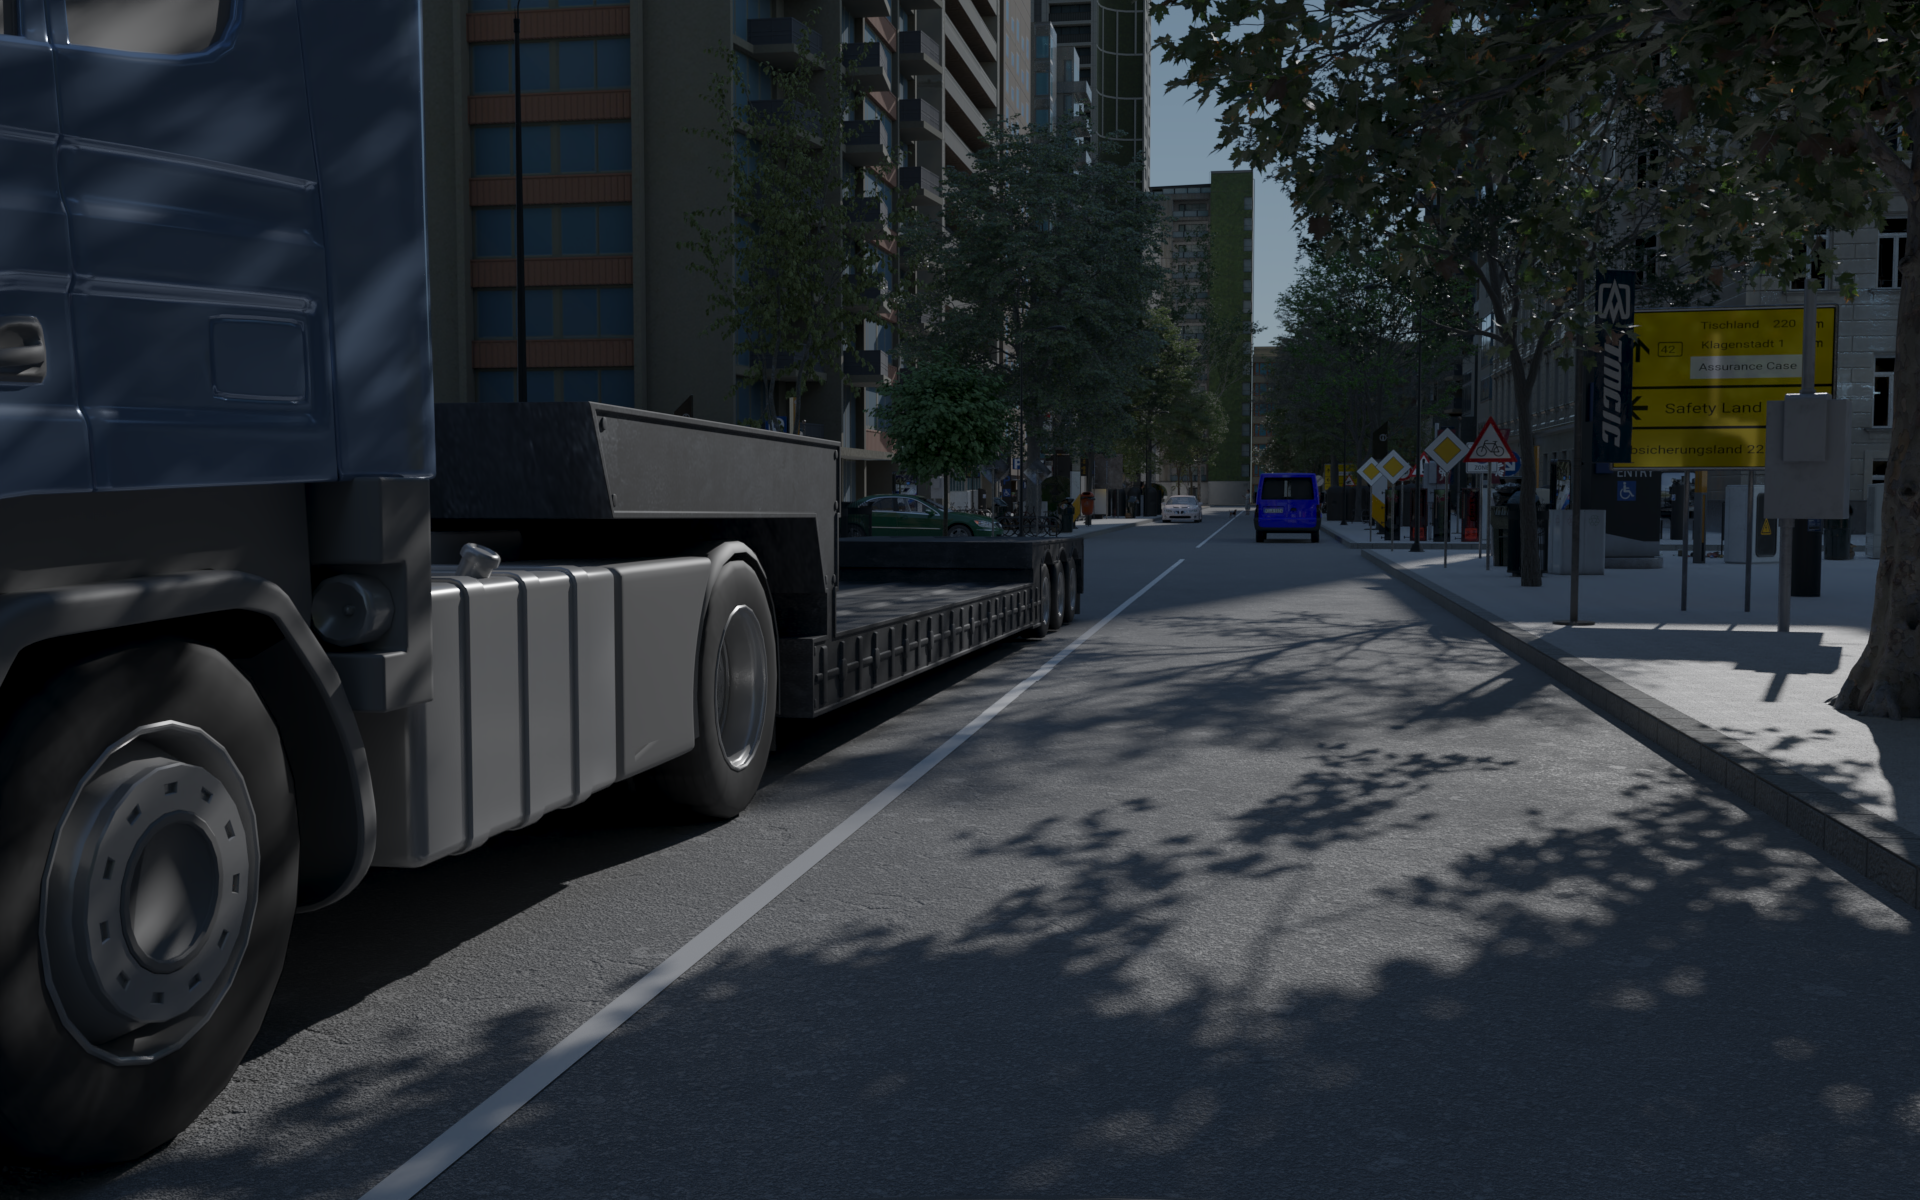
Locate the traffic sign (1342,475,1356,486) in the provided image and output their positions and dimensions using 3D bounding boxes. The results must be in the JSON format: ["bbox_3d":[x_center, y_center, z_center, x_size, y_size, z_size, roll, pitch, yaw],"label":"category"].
[{"bbox_3d":[25.402,-6.919,113.125,0.884,2.594,0.081,1,4,14],"label":"traffic sign"}]

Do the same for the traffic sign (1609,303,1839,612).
[{"bbox_3d":[8.270,-1.528,18.854,2.265,3.308,0.079,1,4,15],"label":"traffic sign"}]

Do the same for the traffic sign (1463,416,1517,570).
[{"bbox_3d":[8.878,-1.777,29.062,0.884,2.594,0.081,1,4,10],"label":"traffic sign"}]

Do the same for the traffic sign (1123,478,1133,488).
[{"bbox_3d":[10.939,-6.766,112.753,0.606,2.300,0.079,1,4,11],"label":"traffic sign"}]

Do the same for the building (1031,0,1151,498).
[{"bbox_3d":[14.006,-48.278,227.604,20.611,71.187,20.563,1,4,10],"label":"building"}]

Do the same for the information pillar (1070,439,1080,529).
[{"bbox_3d":[4.231,-4.426,63.726,0.183,3.616,0.504,3,5,44],"label":"information pillar"}]

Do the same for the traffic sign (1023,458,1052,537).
[{"bbox_3d":[2.152,-2.724,48.177,0.795,2.450,0.064,1,4,10],"label":"traffic sign"}]

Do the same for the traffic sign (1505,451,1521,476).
[{"bbox_3d":[15.808,-3.056,50.071,0.768,2.556,0.104,1,4,15],"label":"traffic sign"}]

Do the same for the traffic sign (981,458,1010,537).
[{"bbox_3d":[0.770,-2.243,40.312,0.795,2.450,0.064,1,4,10],"label":"traffic sign"}]

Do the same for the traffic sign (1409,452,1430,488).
[{"bbox_3d":[14.170,-3.240,52.981,0.884,2.594,0.081,1,4,17],"label":"traffic sign"}]

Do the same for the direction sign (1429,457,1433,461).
[{"bbox_3d":[25.815,-6.304,95.070,0.379,3.537,0.876,0,4,3],"label":"direction sign"}]

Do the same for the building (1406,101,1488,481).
[{"bbox_3d":[55.035,-31.264,165.787,22.147,44.769,28.867,1,4,10],"label":"building"}]

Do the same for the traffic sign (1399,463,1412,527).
[{"bbox_3d":[17.283,-4.135,67.711,0.768,2.556,0.104,1,4,14],"label":"traffic sign"}]

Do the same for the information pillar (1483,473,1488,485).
[{"bbox_3d":[30.918,-6.754,101.788,0.183,3.616,0.504,-3,4,-39],"label":"information pillar"}]

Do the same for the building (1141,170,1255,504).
[{"bbox_3d":[30.464,-32.927,221.948,14.086,41.232,14.154,1,4,10],"label":"building"}]

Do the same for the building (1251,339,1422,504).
[{"bbox_3d":[52.762,-23.256,225.266,28.899,21.520,27.650,1,4,10],"label":"building"}]

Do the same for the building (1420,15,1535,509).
[{"bbox_3d":[49.447,-50.299,135.065,22.319,86.520,31.000,1,4,10],"label":"building"}]

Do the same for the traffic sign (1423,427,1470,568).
[{"bbox_3d":[8.423,-1.762,29.998,0.795,2.450,0.064,1,4,10],"label":"traffic sign"}]

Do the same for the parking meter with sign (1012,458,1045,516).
[{"bbox_3d":[3.513,-5.653,88.693,1.738,3.016,0.543,-3,4,-37],"label":"parking meter with sign"}]

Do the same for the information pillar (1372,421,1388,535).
[{"bbox_3d":[13.325,-3.889,54.941,0.504,3.616,0.183,1,4,11],"label":"information pillar"}]

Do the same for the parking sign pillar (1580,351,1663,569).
[{"bbox_3d":[11.532,-2.552,30.205,1.447,3.967,1.447,0,4,-7],"label":"parking sign pillar"}]

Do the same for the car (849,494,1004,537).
[{"bbox_3d":[-1.300,-2.053,45.370,4.920,1.459,2.131,1,4,10],"label":"car"}]

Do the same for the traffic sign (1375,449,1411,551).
[{"bbox_3d":[9.675,-2.146,38.732,0.795,2.450,0.064,1,4,10],"label":"traffic sign"}]

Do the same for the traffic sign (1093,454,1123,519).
[{"bbox_3d":[7.126,-5.751,87.908,2.265,3.308,0.079,1,4,15],"label":"traffic sign"}]

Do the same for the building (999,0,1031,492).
[{"bbox_3d":[-2.457,-29.465,131.868,14.600,45.320,14.200,1,4,10],"label":"building"}]

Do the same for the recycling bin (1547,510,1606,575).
[{"bbox_3d":[9.842,-0.928,27.725,0.722,1.027,0.722,0,4,-3],"label":"recycling bin"}]

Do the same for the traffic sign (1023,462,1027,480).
[{"bbox_3d":[2.539,-3.870,63.388,0.768,2.556,0.104,1,4,18],"label":"traffic sign"}]

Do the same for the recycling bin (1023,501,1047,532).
[{"bbox_3d":[2.515,-2.836,58.928,0.722,1.027,0.722,-1,4,-21],"label":"recycling bin"}]

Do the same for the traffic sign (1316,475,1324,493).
[{"bbox_3d":[24.154,-7.140,116.838,0.768,2.556,0.104,1,4,13],"label":"traffic sign"}]

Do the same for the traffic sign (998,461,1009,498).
[{"bbox_3d":[1.421,-3.894,63.779,0.768,2.556,0.104,1,4,16],"label":"traffic sign"}]

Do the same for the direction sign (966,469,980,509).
[{"bbox_3d":[0.629,-5.699,85.177,0.876,3.537,0.379,-3,4,-39],"label":"direction sign"}]

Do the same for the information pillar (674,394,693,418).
[{"bbox_3d":[-6.502,-3.029,40.883,0.504,3.616,0.183,1,4,19],"label":"information pillar"}]

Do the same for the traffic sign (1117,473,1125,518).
[{"bbox_3d":[8.564,-5.731,93.810,0.768,2.556,0.104,1,4,14],"label":"traffic sign"}]

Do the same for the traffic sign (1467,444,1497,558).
[{"bbox_3d":[10.358,-1.975,34.420,0.606,2.300,0.079,1,4,11],"label":"traffic sign"}]

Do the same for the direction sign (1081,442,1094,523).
[{"bbox_3d":[5.560,-5.111,75.567,0.379,3.537,0.876,-2,4,-35],"label":"direction sign"}]

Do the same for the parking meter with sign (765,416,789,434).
[{"bbox_3d":[-4.423,-2.561,38.132,0.543,3.016,1.738,1,4,23],"label":"parking meter with sign"}]

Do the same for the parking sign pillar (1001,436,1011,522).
[{"bbox_3d":[2.136,-5.597,79.977,1.447,3.967,1.447,0,4,0],"label":"parking sign pillar"}]

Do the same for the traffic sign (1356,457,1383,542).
[{"bbox_3d":[11.057,-2.627,46.597,0.795,2.450,0.064,1,4,10],"label":"traffic sign"}]

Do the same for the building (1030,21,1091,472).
[{"bbox_3d":[-2.170,-34.207,178.888,30.456,49.044,23.786,1,4,10],"label":"building"}]

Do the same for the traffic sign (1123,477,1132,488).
[{"bbox_3d":[10.672,-6.737,111.340,0.795,2.450,0.064,1,4,13],"label":"traffic sign"}]

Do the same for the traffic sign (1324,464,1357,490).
[{"bbox_3d":[25.601,-7.488,116.307,2.265,3.308,0.079,1,4,19],"label":"traffic sign"}]

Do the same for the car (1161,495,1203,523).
[{"bbox_3d":[11.257,-4.601,87.580,2.083,1.381,4.827,1,4,10],"label":"car"}]
